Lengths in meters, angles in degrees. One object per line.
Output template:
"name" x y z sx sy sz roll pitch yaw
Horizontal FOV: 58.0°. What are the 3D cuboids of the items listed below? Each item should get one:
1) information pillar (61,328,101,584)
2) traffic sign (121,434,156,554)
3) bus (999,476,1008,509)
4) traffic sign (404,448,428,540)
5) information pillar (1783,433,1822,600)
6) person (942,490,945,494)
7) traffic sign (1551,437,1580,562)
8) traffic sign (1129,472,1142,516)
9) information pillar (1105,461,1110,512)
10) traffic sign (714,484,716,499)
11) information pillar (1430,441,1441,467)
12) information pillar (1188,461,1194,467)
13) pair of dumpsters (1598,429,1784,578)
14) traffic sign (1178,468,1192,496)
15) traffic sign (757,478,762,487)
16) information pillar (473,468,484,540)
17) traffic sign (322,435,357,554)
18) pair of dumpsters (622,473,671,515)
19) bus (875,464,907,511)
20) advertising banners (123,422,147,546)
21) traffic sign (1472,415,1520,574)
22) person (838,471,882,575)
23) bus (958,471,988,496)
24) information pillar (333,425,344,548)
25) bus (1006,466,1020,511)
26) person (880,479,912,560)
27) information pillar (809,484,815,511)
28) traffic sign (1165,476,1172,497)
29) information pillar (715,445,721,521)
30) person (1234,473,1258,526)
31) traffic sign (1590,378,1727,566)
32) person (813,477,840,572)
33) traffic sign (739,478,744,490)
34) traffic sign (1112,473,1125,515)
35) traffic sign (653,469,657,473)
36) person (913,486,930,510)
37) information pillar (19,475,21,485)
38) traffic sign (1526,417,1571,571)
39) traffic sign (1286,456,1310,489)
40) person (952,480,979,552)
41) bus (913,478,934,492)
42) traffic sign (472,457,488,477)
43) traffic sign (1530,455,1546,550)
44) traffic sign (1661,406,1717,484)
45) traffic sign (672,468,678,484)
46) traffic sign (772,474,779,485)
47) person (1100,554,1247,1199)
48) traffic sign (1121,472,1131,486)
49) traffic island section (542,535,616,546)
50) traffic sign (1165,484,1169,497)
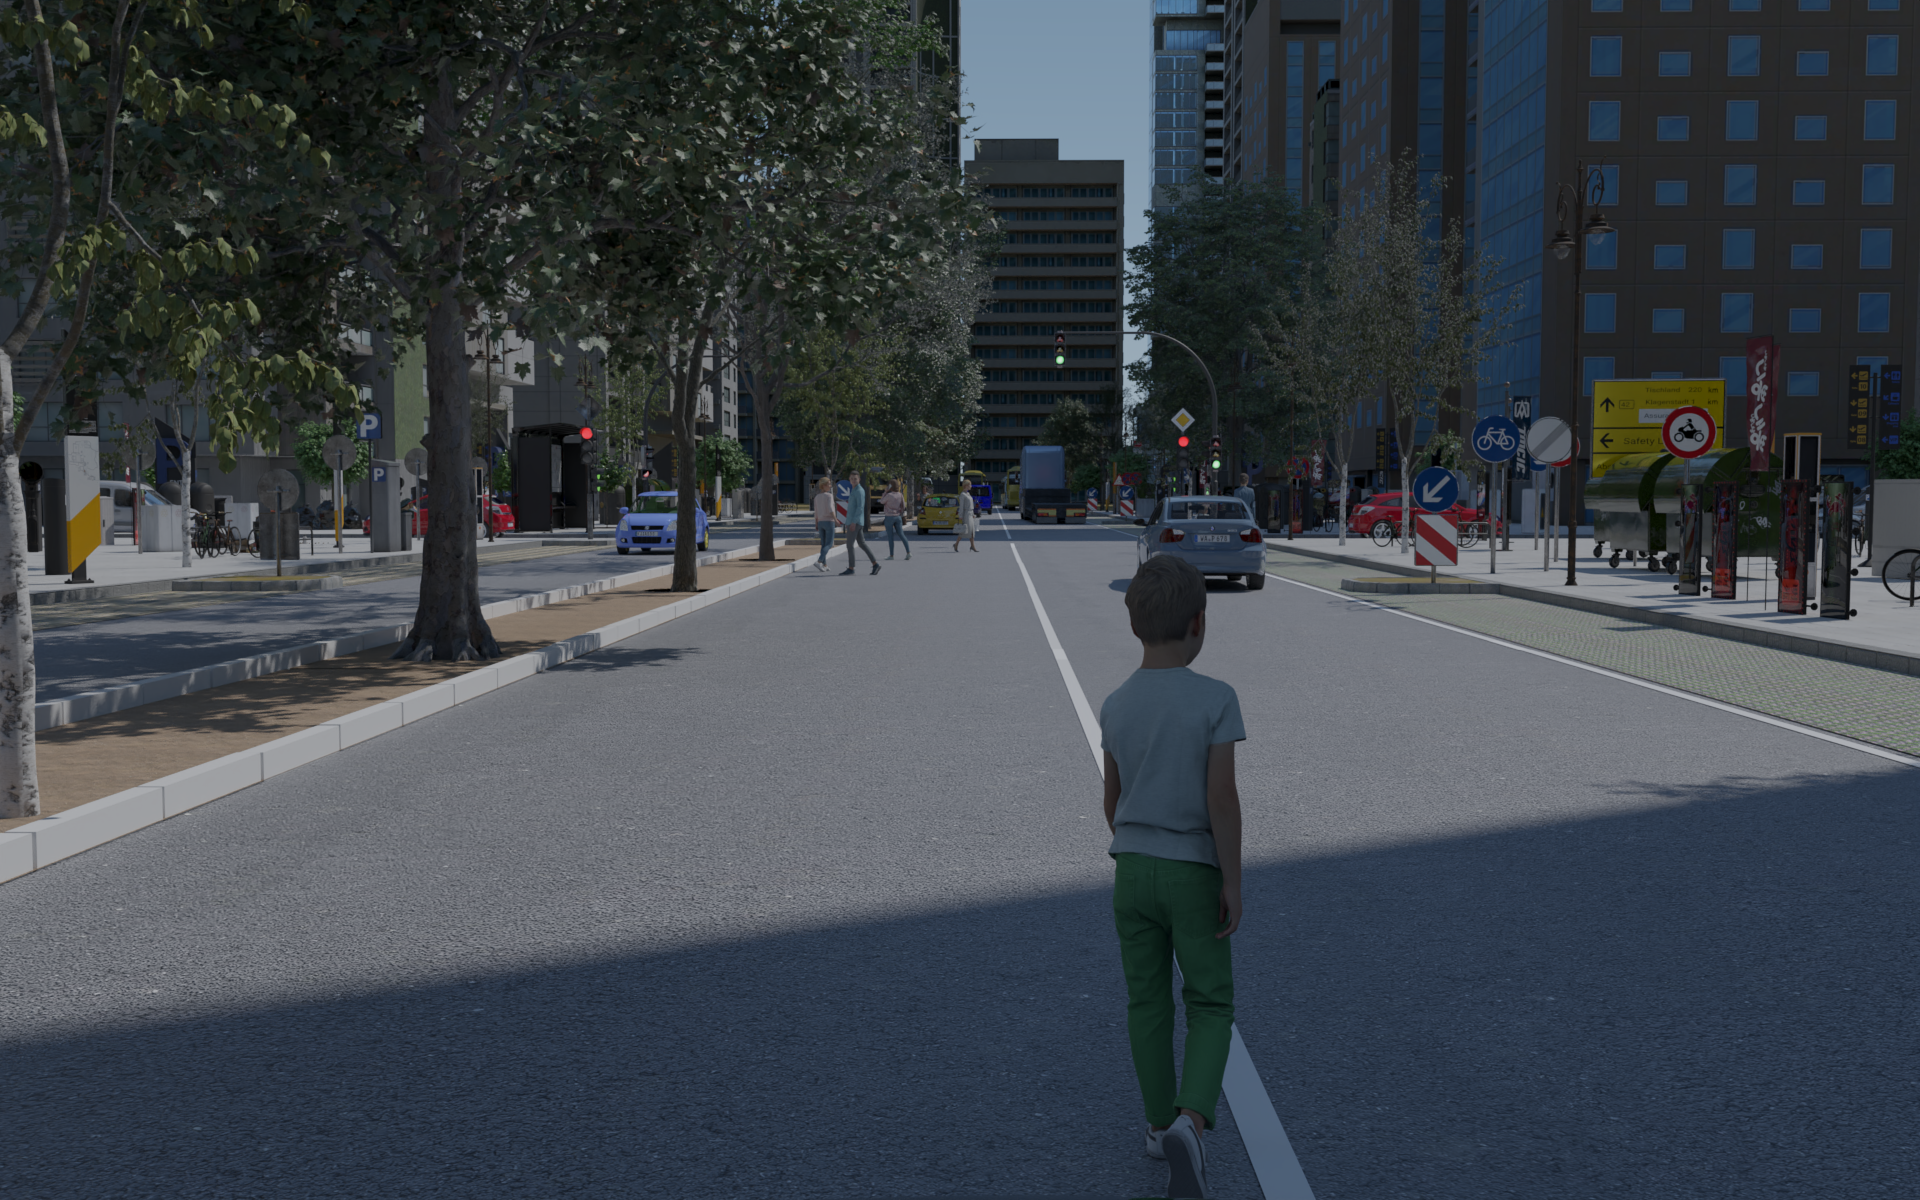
"information pillar" -12.580 -2.045 24.783 0.183 3.616 0.504 2 4 30
"traffic sign" -17.541 -2.256 36.987 0.768 2.556 0.104 0 4 4
"bus" 5.383 -10.509 166.685 2.948 3.499 13.247 0 4 0
"traffic sign" -14.991 -2.923 47.892 0.768 2.556 0.104 0 4 4
"information pillar" 10.198 -1.011 21.024 0.304 2.012 0.304 0 4 -5
"person" -1.396 -8.813 152.674 0.705 1.814 1.350 1 4 18
"traffic sign" 11.262 -1.991 32.655 0.768 2.556 0.104 0 4 7
"traffic sign" 10.165 -6.112 100.036 0.768 2.556 0.104 1 4 11
"information pillar" 10.451 -8.023 122.533 0.183 3.616 0.504 2 4 29
"traffic sign" -15.423 -6.672 109.192 0.768 2.556 0.104 0 4 4
"information pillar" 20.670 -5.137 75.342 0.504 3.616 0.183 -1 4 -17
"information pillar" 15.013 -7.427 112.779 0.504 3.616 0.183 -1 4 -14
"pair of dumpsters" 11.838 -1.557 27.946 1.574 2.255 4.437 0 4 1
"traffic sign" 10.880 -5.140 84.143 0.768 2.556 0.104 1 4 8
"traffic sign" -14.242 -7.642 124.943 0.884 2.594 0.081 0 4 2
"information pillar" -13.558 -2.688 48.448 0.304 2.012 0.304 1 4 23
"traffic sign" -13.364 -2.275 37.296 0.768 2.556 0.104 0 4 6
"pair of dumpsters" -14.089 -4.604 77.763 1.574 2.255 4.437 0 4 1
"bus" -5.756 -9.254 142.850 2.896 3.916 12.252 0 4 2
"advertising banners" -20.618 -2.881 43.292 0.090 3.025 2.074 -1 4 -13
"traffic sign" 8.613 -1.701 27.920 0.768 2.556 0.104 0 4 5
"person" -1.767 -1.354 30.495 0.748 1.841 0.638 0 4 2
"bus" 1.336 -11.630 181.692 2.896 3.916 12.252 0 4 3
"information pillar" -14.862 -3.060 41.382 0.183 3.616 0.504 0 4 -6
"bus" 5.396 -9.766 151.224 2.896 3.916 12.252 0 4 2
"person" -1.363 -1.748 37.676 0.593 1.750 0.643 -3 5 -40
"information pillar" -10.926 -7.551 127.944 0.304 2.012 0.304 -2 4 -29
"traffic sign" 12.973 -6.529 106.854 0.768 2.556 0.104 0 4 1
"information pillar" -11.467 -5.555 82.177 0.183 3.616 0.504 1 4 14
"person" 5.368 -1.478 32.694 0.581 1.822 0.654 -1 4 -9
"traffic sign" 12.279 -2.242 30.537 2.265 3.308 0.079 1 4 9
"person" -2.495 -1.393 31.942 0.731 1.740 0.598 2 4 33
"traffic sign" -14.224 -6.709 111.829 0.606 2.300 0.079 0 4 5
"traffic sign" 9.966 -6.632 108.432 0.884 2.594 0.081 1 4 9
"traffic sign" -14.818 -5.046 82.613 0.768 2.556 0.104 0 4 6
"person" -1.562 -3.800 70.987 0.716 1.782 0.532 0 4 1
"information pillar" -33.364 -3.466 61.157 0.304 2.012 0.304 0 4 -8
"traffic sign" 9.725 -1.746 28.651 0.768 2.556 0.104 0 4 6
"traffic sign" 11.132 -3.488 57.134 0.768 2.556 0.104 0 4 4
"person" 0.142 -2.076 42.788 0.624 1.780 0.694 2 4 33
"bus" -4.385 -12.103 192.735 2.948 3.499 13.247 0 4 -1
"traffic sign" -16.539 -3.620 59.291 0.768 2.556 0.104 0 4 5
"traffic sign" 13.176 -2.411 39.525 0.768 2.556 0.104 0 4 2
"traffic sign" 10.504 -1.525 25.043 0.768 2.556 0.104 0 4 5
"traffic sign" -13.719 -5.159 84.450 0.768 2.556 0.104 1 4 10
"traffic sign" -11.895 -6.723 110.020 0.768 2.556 0.104 0 4 3
"person" 0.437 0.560 3.595 0.306 1.304 0.590 1 4 8
"traffic sign" 9.868 -6.230 101.969 0.768 2.556 0.104 1 4 10
"traffic island section" -10.457 -1.630 48.931 2.009 0.180 2.903 0 4 1
"traffic sign" 13.687 -6.950 113.643 0.884 2.594 0.081 0 4 4
